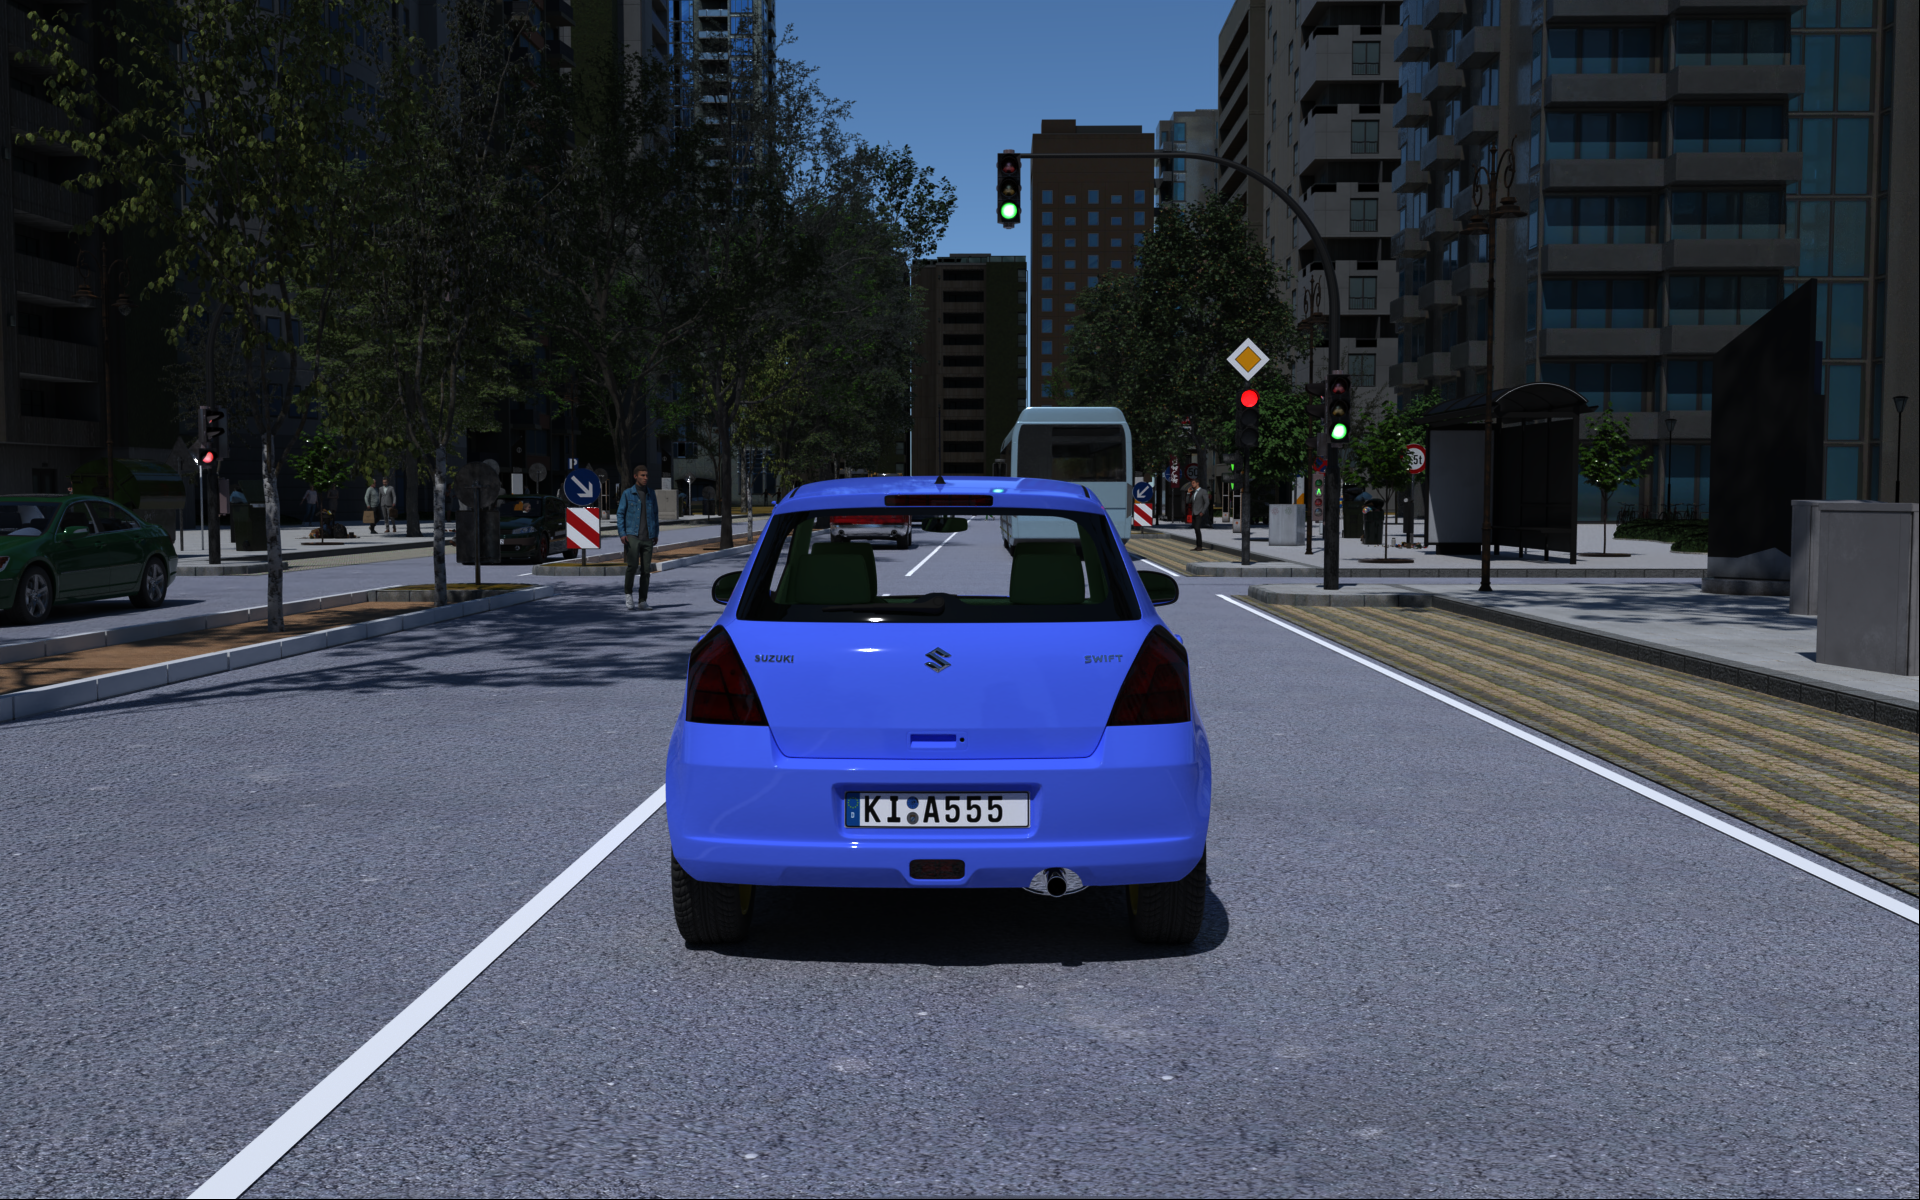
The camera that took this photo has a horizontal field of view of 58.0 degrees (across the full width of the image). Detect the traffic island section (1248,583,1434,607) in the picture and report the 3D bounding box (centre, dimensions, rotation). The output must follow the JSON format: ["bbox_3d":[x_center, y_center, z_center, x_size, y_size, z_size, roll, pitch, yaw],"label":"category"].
[{"bbox_3d":[5.001,-0.062,23.295,2.009,0.180,2.903,0,4,1],"label":"traffic island section"}]

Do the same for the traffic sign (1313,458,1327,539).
[{"bbox_3d":[10.447,-3.029,49.638,0.768,2.556,0.104,0,4,4],"label":"traffic sign"}]

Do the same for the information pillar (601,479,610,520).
[{"bbox_3d":[-17.753,-5.030,86.738,0.304,2.012,0.304,1,4,21],"label":"information pillar"}]

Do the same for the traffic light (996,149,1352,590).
[{"bbox_3d":[2.868,-2.961,23.087,4.771,5.953,1.251,0,4,1],"label":"traffic light"}]

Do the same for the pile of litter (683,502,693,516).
[{"bbox_3d":[-16.694,-5.476,103.492,1.719,0.858,1.176,-1,4,-17],"label":"pile of litter"}]

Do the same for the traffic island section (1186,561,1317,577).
[{"bbox_3d":[5.180,-0.550,31.278,2.009,0.180,2.903,0,4,1],"label":"traffic island section"}]

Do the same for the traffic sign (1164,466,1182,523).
[{"bbox_3d":[9.423,-4.679,76.611,0.768,2.556,0.104,0,4,5],"label":"traffic sign"}]

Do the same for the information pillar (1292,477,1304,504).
[{"bbox_3d":[11.481,-4.128,58.841,0.183,3.616,0.504,-3,4,-36],"label":"information pillar"}]

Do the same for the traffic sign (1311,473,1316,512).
[{"bbox_3d":[10.389,-3.126,51.221,0.768,2.556,0.104,0,4,7],"label":"traffic sign"}]

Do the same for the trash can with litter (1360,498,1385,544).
[{"bbox_3d":[10.446,-2.007,44.202,0.624,1.170,1.055,0,4,-2],"label":"trash can with litter"}]

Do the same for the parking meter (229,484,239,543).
[{"bbox_3d":[-19.082,-2.284,45.758,0.372,1.533,0.369,0,3,0],"label":"parking meter"}]

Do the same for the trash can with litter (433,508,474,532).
[{"bbox_3d":[-17.178,-2.940,59.133,1.678,1.210,2.233,3,4,37],"label":"trash can with litter"}]

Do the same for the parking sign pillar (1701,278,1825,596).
[{"bbox_3d":[10.400,-2.072,22.342,1.447,3.967,1.447,-3,4,-36],"label":"parking sign pillar"}]

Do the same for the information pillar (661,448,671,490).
[{"bbox_3d":[-14.851,-5.883,87.537,0.504,3.616,0.183,-2,4,-28],"label":"information pillar"}]

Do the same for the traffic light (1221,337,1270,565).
[{"bbox_3d":[5.140,-2.584,31.165,0.839,4.253,0.868,0,4,1],"label":"traffic light"}]

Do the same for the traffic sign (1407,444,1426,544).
[{"bbox_3d":[11.450,-2.673,43.810,0.768,2.556,0.104,0,4,5],"label":"traffic sign"}]

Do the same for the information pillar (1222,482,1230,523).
[{"bbox_3d":[12.025,-4.508,78.205,0.304,2.012,0.304,1,4,20],"label":"information pillar"}]

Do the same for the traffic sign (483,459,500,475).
[{"bbox_3d":[-17.038,-3.830,62.731,0.768,2.556,0.104,1,4,10],"label":"traffic sign"}]

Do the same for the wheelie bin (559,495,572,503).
[{"bbox_3d":[-18.199,-4.458,80.801,0.980,1.594,0.693,0,4,2],"label":"wheelie bin"}]

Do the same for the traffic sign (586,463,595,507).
[{"bbox_3d":[-15.397,-4.395,71.854,0.884,2.594,0.081,0,4,2],"label":"traffic sign"}]

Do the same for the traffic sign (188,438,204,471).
[{"bbox_3d":[-17.392,-2.444,39.699,0.795,2.593,0.064,0,4,3],"label":"traffic sign"}]

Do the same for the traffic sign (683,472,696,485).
[{"bbox_3d":[-15.792,-6.205,101.190,0.795,2.593,0.064,0,4,7],"label":"traffic sign"}]

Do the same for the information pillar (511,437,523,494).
[{"bbox_3d":[-17.972,-4.831,70.340,0.183,3.616,0.504,3,5,43],"label":"information pillar"}]

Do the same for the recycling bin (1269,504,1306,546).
[{"bbox_3d":[8.135,-1.867,43.073,0.722,1.027,0.722,2,4,30],"label":"recycling bin"}]

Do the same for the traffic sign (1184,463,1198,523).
[{"bbox_3d":[9.516,-4.316,70.678,0.768,2.556,0.104,0,4,3],"label":"traffic sign"}]

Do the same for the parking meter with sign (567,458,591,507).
[{"bbox_3d":[-18.248,-5.317,83.196,0.543,3.016,1.738,-3,4,-36],"label":"parking meter with sign"}]

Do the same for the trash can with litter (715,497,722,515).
[{"bbox_3d":[-14.607,-5.672,104.121,1.055,1.170,0.624,-1,4,-13],"label":"trash can with litter"}]

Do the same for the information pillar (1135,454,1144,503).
[{"bbox_3d":[8.654,-5.633,83.453,0.504,3.616,0.183,3,5,41],"label":"information pillar"}]

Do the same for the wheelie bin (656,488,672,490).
[{"bbox_3d":[-16.513,-5.329,95.033,0.693,1.594,0.980,-3,4,-38],"label":"wheelie bin"}]

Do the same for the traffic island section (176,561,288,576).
[{"bbox_3d":[-13.657,-0.576,31.704,2.009,0.180,2.903,0,4,1],"label":"traffic island section"}]

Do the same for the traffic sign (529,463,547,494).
[{"bbox_3d":[-17.199,-4.307,70.524,0.768,2.556,0.104,0,4,8],"label":"traffic sign"}]

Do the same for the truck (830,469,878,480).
[{"bbox_3d":[-7.985,-8.473,134.455,3.469,3.379,9.791,0,4,1],"label":"truck"}]

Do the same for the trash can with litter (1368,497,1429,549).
[{"bbox_3d":[10.643,-1.858,41.436,1.678,1.210,2.233,1,4,11],"label":"trash can with litter"}]

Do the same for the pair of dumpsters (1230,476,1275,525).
[{"bbox_3d":[12.575,-4.362,73.811,1.574,2.255,4.437,0,4,1],"label":"pair of dumpsters"}]

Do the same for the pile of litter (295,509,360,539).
[{"bbox_3d":[-18.308,-2.212,50.128,1.719,0.858,1.176,0,4,7],"label":"pile of litter"}]

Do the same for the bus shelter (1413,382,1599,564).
[{"bbox_3d":[10.542,-2.450,33.988,2.014,3.302,5.546,0,4,1],"label":"bus shelter"}]

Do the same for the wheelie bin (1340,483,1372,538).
[{"bbox_3d":[11.477,-2.596,50.355,0.980,1.594,0.693,1,4,12],"label":"wheelie bin"}]

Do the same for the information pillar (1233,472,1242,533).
[{"bbox_3d":[9.172,-3.208,56.945,0.304,2.012,0.304,2,4,35],"label":"information pillar"}]

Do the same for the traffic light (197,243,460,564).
[{"bbox_3d":[-11.523,-3.479,31.556,4.771,5.953,1.251,0,4,1],"label":"traffic light"}]

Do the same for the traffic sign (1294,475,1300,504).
[{"bbox_3d":[10.424,-3.285,53.816,0.768,2.556,0.104,0,4,3],"label":"traffic sign"}]

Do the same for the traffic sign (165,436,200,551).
[{"bbox_3d":[-17.550,-2.385,38.998,0.884,2.594,0.081,0,4,4],"label":"traffic sign"}]

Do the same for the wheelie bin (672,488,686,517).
[{"bbox_3d":[-15.744,-5.420,96.533,0.980,1.594,0.693,0,4,-1],"label":"wheelie bin"}]

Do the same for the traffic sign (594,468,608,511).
[{"bbox_3d":[-17.740,-5.215,85.366,0.768,2.556,0.104,1,4,10],"label":"traffic sign"}]

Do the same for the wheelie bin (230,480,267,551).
[{"bbox_3d":[-15.996,-1.904,39.035,0.693,1.594,0.980,2,4,30],"label":"wheelie bin"}]

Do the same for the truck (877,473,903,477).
[{"bbox_3d":[-6.639,-10.265,163.761,3.469,3.379,9.791,0,4,1],"label":"truck"}]

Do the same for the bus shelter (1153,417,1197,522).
[{"bbox_3d":[10.520,-6.547,84.676,2.179,5.291,8.768,0,4,1],"label":"bus shelter"}]
